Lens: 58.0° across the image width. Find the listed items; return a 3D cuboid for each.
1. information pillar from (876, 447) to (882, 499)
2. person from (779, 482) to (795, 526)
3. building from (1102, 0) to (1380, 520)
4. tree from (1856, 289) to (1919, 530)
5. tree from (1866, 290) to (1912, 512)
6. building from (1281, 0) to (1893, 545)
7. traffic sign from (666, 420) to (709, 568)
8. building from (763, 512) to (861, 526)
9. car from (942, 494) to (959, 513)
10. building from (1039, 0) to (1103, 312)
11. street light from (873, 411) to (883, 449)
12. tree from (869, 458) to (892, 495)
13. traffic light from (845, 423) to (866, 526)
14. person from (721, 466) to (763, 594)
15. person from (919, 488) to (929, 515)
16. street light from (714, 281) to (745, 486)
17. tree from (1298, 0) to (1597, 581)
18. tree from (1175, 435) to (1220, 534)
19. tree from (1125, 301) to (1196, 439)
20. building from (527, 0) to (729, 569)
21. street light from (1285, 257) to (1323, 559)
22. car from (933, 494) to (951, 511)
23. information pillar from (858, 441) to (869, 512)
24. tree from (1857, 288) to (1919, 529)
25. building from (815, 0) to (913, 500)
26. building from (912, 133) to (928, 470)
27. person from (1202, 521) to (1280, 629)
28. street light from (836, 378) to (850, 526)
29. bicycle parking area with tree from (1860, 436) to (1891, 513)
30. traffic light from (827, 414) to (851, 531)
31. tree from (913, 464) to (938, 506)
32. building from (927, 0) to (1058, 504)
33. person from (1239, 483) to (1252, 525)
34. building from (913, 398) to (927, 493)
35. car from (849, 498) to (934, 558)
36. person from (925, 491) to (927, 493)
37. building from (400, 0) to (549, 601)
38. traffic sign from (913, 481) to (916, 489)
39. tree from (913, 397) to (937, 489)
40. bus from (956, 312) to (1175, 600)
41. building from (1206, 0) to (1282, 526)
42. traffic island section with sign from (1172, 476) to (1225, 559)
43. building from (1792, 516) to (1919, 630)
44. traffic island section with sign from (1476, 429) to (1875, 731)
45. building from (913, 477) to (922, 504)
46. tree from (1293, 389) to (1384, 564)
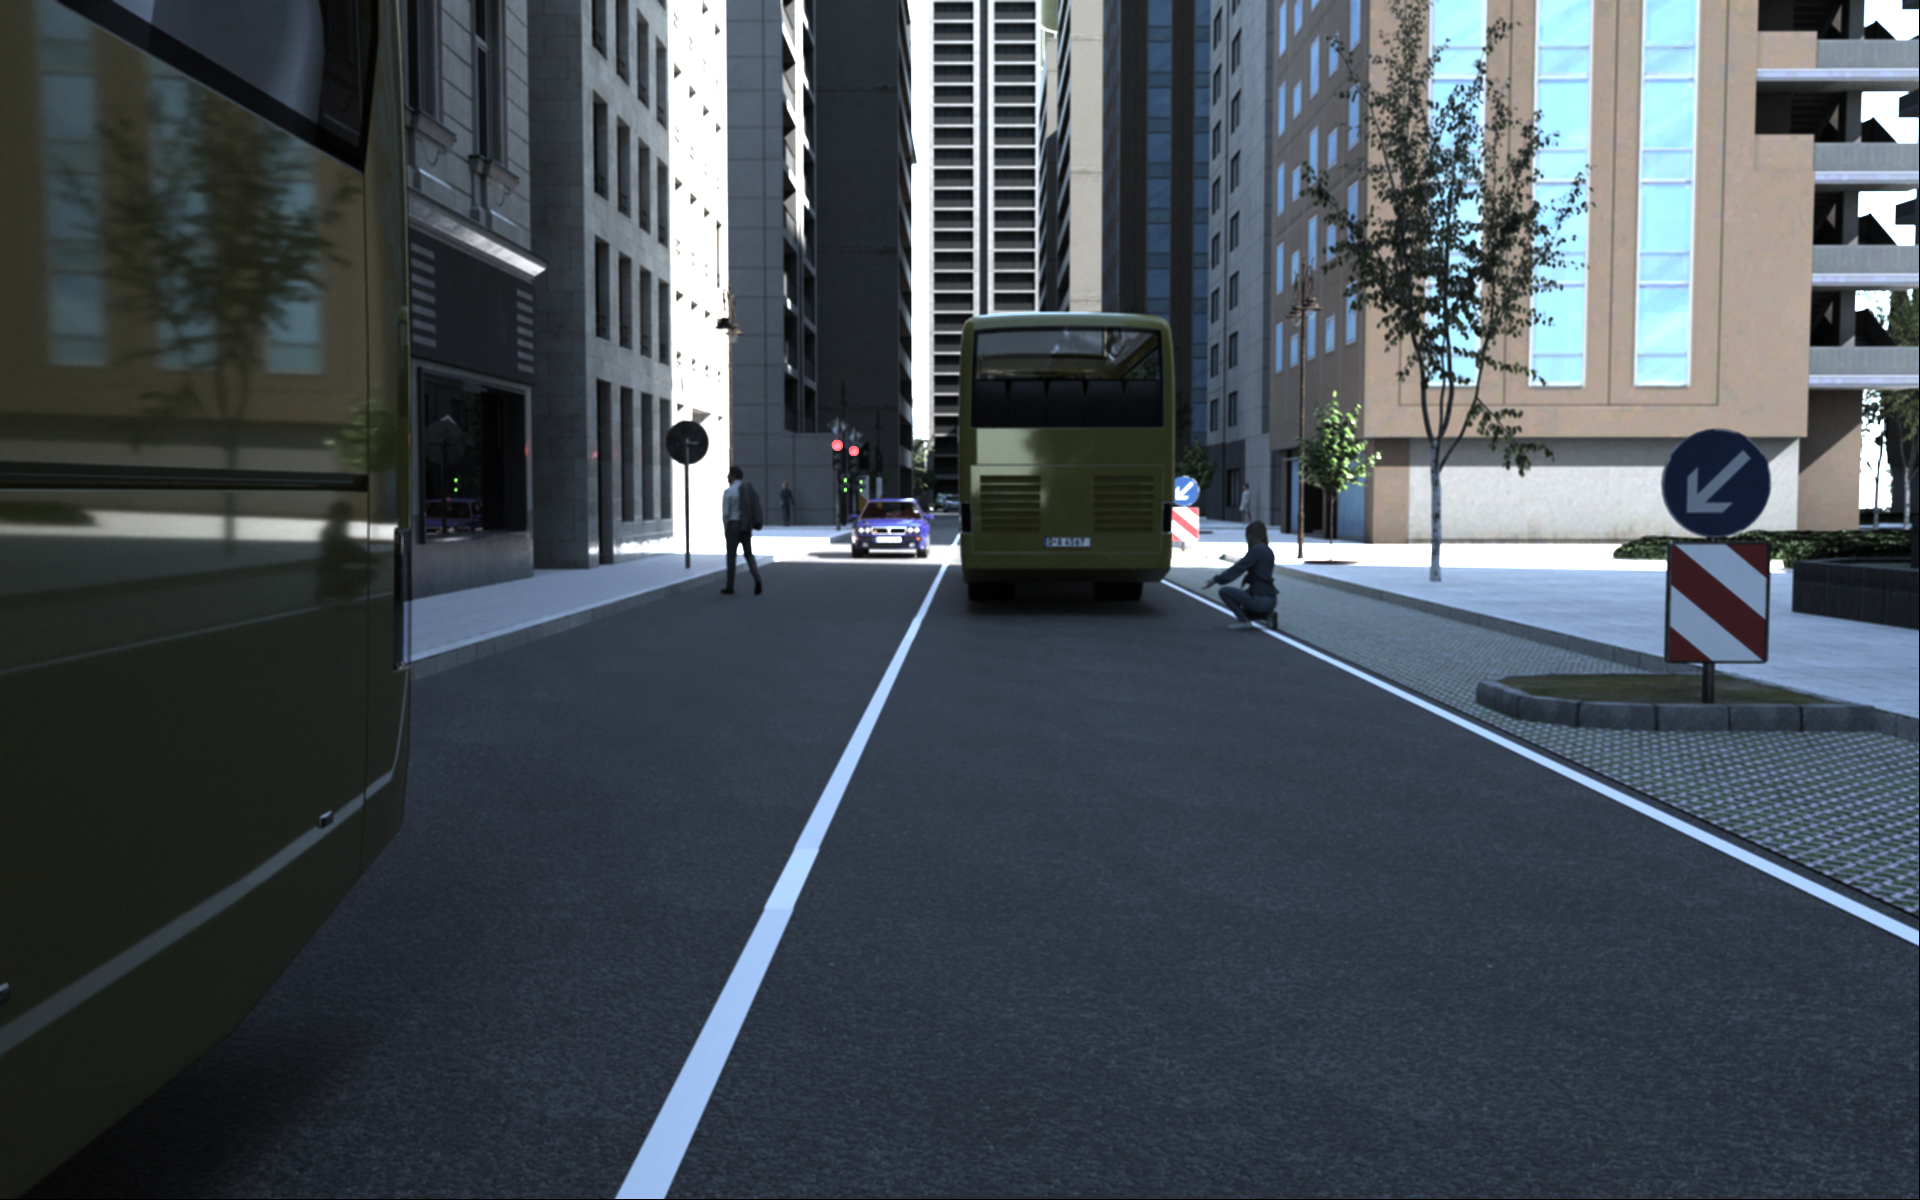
[{"bbox_3d":[-4.006,-5.765,85.606,0.183,3.616,0.504,2,4,28],"label":"information pillar"},{"bbox_3d":[-6.861,-3.809,68.739,0.534,1.772,0.576,2,4,27],"label":"person"},{"bbox_3d":[15.937,-27.744,103.718,14.600,45.320,14.200,0,4,1],"label":"building"},{"bbox_3d":[29.703,-6.485,56.396,4.360,8.622,3.978,0,3,0],"label":"tree"},{"bbox_3d":[60.815,-12.445,105.304,13.155,14.587,18.604,0,4,5],"label":"tree"},{"bbox_3d":[17.057,-24.397,49.007,14.600,45.320,14.200,0,4,1],"label":"building"},{"bbox_3d":[-4.715,-1.824,29.921,0.768,2.556,0.104,1,4,9],"label":"traffic sign"},{"bbox_3d":[-14.980,-39.112,77.739,20.563,71.187,20.611,0,4,1],"label":"building"},{"bbox_3d":[-0.369,-7.531,135.132,2.014,1.417,4.499,0,4,2],"label":"car"},{"bbox_3d":[19.106,-33.892,177.839,21.300,48.544,21.600,0,4,1],"label":"building"},{"bbox_3d":[-4.458,-7.443,94.480,0.468,5.910,1.993,0,4,1],"label":"street light"},{"bbox_3d":[-4.529,-5.904,91.132,1.663,3.219,1.824,0,3,0],"label":"tree"},{"bbox_3d":[-4.164,-4.878,68.680,0.839,4.253,0.868,0,4,1],"label":"traffic light"},{"bbox_3d":[-3.117,-0.990,24.795,0.679,1.850,0.850,-3,5,-43],"label":"person"},{"bbox_3d":[-2.253,-5.957,105.999,0.767,1.812,0.694,2,4,30],"label":"person"},{"bbox_3d":[-4.999,-3.970,37.697,0.468,5.910,1.993,0,4,1],"label":"street light"},{"bbox_3d":[6.956,-4.566,25.024,4.360,8.622,3.978,0,3,0],"label":"tree"},{"bbox_3d":[7.633,-3.798,56.692,1.663,3.219,1.824,0,3,0],"label":"tree"},{"bbox_3d":[7.767,-9.088,82.994,7.601,10.594,8.767,-1,4,-12],"label":"tree"},{"bbox_3d":[-11.449,-11.175,37.467,10.420,20.320,16.860,0,4,1],"label":"building"},{"bbox_3d":[6.717,-3.743,33.990,0.468,5.910,1.993,0,4,1],"label":"street light"},{"bbox_3d":[-1.360,-8.780,152.345,1.959,1.807,4.718,0,4,0],"label":"car"},{"bbox_3d":[-4.211,-5.177,76.000,0.504,3.616,0.183,0,4,-6],"label":"information pillar"},{"bbox_3d":[28.040,-6.146,50.855,4.737,8.622,4.395,0,3,0],"label":"tree"},{"bbox_3d":[-14.011,-29.605,107.747,21.300,48.544,21.600,0,4,1],"label":"building"},{"bbox_3d":[-17.898,-39.932,242.128,27.495,52.752,28.713,0,4,1],"label":"building"},{"bbox_3d":[2.981,-0.267,18.361,1.012,1.151,0.738,-3,5,-44],"label":"person"},{"bbox_3d":[-4.641,-5.884,68.988,0.468,5.910,1.993,0,4,1],"label":"street light"},{"bbox_3d":[43.978,-6.187,88.153,9.016,4.147,8.231,-1,4,-20],"label":"bicycle parking area with tree"},{"bbox_3d":[-4.252,-4.390,60.695,0.839,4.253,0.868,0,4,1],"label":"traffic light"},{"bbox_3d":[-3.973,-12.731,191.859,4.285,4.588,4.351,0,3,0],"label":"tree"},{"bbox_3d":[6.105,-48.848,236.914,20.611,71.187,20.563,0,4,1],"label":"building"},{"bbox_3d":[11.826,-3.965,71.619,0.466,1.731,0.760,2,4,29],"label":"person"},{"bbox_3d":[-19.750,-54.631,205.889,31.000,86.520,22.319,0,4,1],"label":"building"},{"bbox_3d":[-1.579,-1.686,40.146,1.945,1.354,3.894,0,3,0],"label":"car"},{"bbox_3d":[-3.896,-11.717,197.577,0.705,1.831,1.348,0,4,-4],"label":"person"},{"bbox_3d":[-14.652,-14.089,6.770,17.030,29.872,44.131,0,4,1],"label":"building"},{"bbox_3d":[-3.655,-7.931,131.804,0.606,2.300,0.079,0,4,3],"label":"traffic sign"},{"bbox_3d":[-3.904,-10.618,123.973,4.737,8.622,4.395,0,3,0],"label":"tree"},{"bbox_3d":[1.312,-2.119,26.185,2.896,3.916,12.252,0,4,1],"label":"bus"},{"bbox_3d":[22.772,-39.067,76.997,20.611,71.187,20.563,0,4,1],"label":"building"},{"bbox_3d":[4.814,-1.841,38.725,1.989,1.847,2.006,0,4,1],"label":"traffic island section with sign"},{"bbox_3d":[18.587,-28.380,6.020,21.231,58.520,28.212,0,4,1],"label":"building"},{"bbox_3d":[4.513,-0.166,11.339,1.989,1.847,2.006,0,4,1],"label":"traffic island section with sign"},{"bbox_3d":[-20.187,-29.620,176.167,32.217,40.220,23.993,0,4,1],"label":"building"},{"bbox_3d":[7.005,-2.287,31.992,1.663,3.219,1.824,0,3,0],"label":"tree"}]
